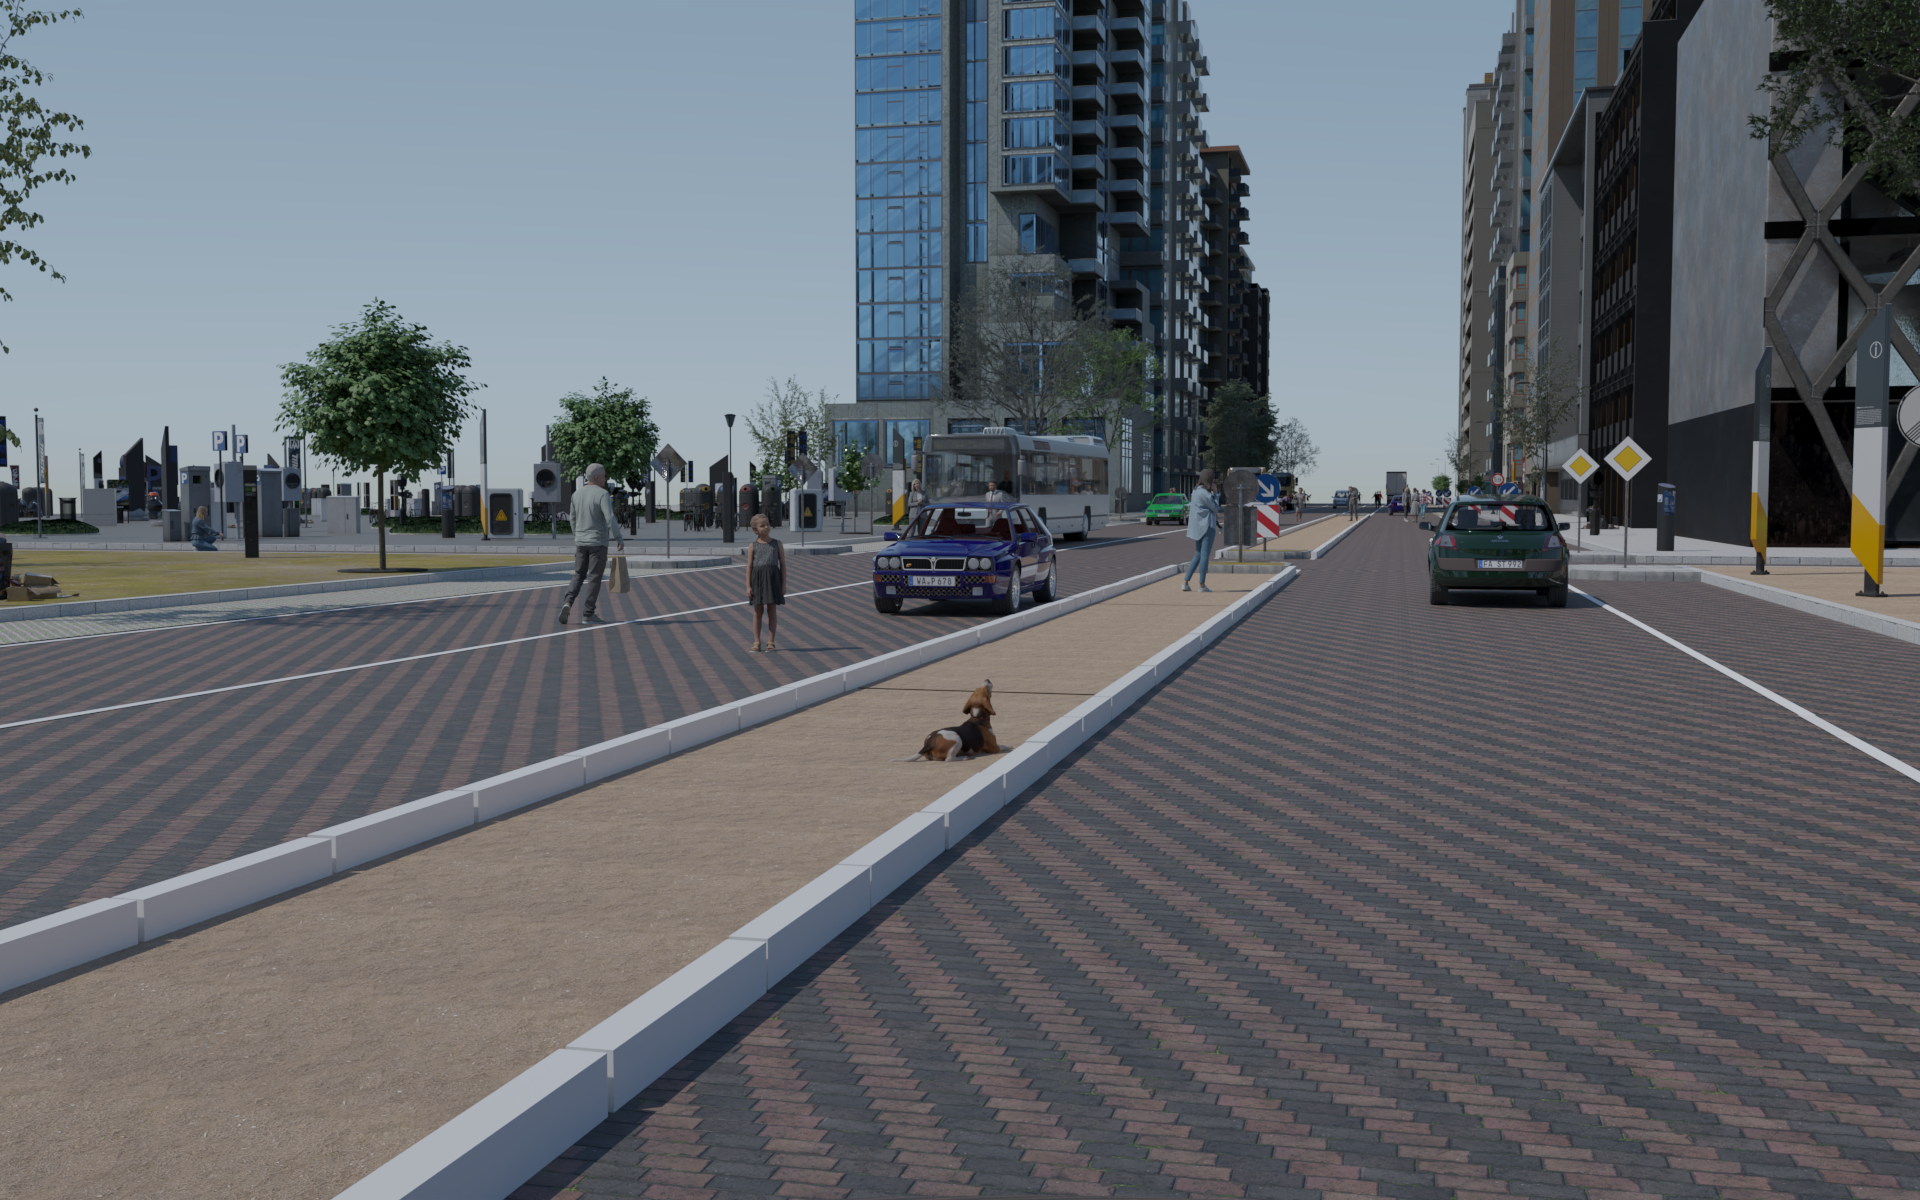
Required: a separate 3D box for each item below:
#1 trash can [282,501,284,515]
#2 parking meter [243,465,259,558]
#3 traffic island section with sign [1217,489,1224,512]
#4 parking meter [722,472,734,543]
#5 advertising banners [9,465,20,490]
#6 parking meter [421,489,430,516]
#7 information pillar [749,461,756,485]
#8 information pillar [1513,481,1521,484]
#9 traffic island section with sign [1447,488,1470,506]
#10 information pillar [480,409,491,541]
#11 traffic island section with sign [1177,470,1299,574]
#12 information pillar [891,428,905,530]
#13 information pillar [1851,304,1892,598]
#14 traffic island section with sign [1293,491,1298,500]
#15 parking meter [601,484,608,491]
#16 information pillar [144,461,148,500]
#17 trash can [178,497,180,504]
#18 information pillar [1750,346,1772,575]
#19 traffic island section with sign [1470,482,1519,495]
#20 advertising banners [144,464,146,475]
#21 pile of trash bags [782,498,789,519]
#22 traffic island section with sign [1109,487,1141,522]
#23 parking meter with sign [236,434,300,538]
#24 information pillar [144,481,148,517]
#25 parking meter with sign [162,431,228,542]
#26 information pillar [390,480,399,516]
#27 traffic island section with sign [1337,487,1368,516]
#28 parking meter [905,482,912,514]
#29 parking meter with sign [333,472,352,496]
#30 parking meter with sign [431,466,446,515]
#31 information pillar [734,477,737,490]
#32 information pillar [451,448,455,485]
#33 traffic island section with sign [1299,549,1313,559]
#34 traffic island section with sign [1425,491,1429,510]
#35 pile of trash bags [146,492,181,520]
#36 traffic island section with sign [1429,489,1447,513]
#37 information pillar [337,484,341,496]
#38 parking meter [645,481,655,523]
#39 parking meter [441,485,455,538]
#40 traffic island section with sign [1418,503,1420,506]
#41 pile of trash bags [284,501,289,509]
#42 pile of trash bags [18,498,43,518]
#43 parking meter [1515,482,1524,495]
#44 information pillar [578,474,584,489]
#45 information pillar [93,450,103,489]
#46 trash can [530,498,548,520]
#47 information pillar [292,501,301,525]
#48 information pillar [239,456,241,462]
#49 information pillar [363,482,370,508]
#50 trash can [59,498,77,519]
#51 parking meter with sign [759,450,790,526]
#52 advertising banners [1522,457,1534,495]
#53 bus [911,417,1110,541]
[{"bbox_3d":[-27.762,-3.590,70.352,0.748,1.137,0.748,0,3,0],"label":"trash can"},{"bbox_3d":[-14.252,-1.780,34.817,0.255,1.863,0.399,-1,4,-21],"label":"parking meter"},{"bbox_3d":[20.619,-7.953,138.660,1.989,1.847,2.006,1,4,14],"label":"traffic island section with sign"},{"bbox_3d":[-6.109,-2.446,45.700,0.255,1.863,0.399,0,4,1],"label":"parking meter"},{"bbox_3d":[-56.061,-6.617,104.368,2.074,3.025,0.090,-2,4,-26],"label":"advertising banners"},{"bbox_3d":[-24.835,-4.410,80.516,0.372,1.533,0.369,0,3,0],"label":"parking meter"},{"bbox_3d":[-14.539,-7.960,121.501,0.504,3.616,0.183,-1,4,-22],"label":"information pillar"},{"bbox_3d":[31.116,-5.648,96.838,0.304,2.012,0.304,-3,4,-39],"label":"information pillar"},{"bbox_3d":[25.441,-4.741,86.147,1.989,1.847,2.006,1,4,14],"label":"traffic island section with sign"},{"bbox_3d":[-13.148,-3.455,47.836,0.183,3.616,0.504,-2,4,-28],"label":"information pillar"},{"bbox_3d":[5.106,-1.451,31.865,2.006,1.907,1.989,1,4,14],"label":"traffic island section with sign"},{"bbox_3d":[-2.173,-4.265,61.088,0.504,3.616,0.183,2,4,35],"label":"information pillar"},{"bbox_3d":[11.366,-1.850,21.603,0.183,3.616,0.504,-1,4,-13],"label":"information pillar"},{"bbox_3d":[47.508,-14.446,244.817,1.989,1.847,2.006,1,4,14],"label":"traffic island section with sign"},{"bbox_3d":[-19.547,-5.474,95.207,0.399,1.863,0.255,2,4,26],"label":"parking meter"},{"bbox_3d":[-53.603,-7.492,113.850,0.183,3.616,0.504,1,4,14],"label":"information pillar"},{"bbox_3d":[-45.085,-5.361,99.309,0.748,1.137,0.748,0,3,0],"label":"trash can"},{"bbox_3d":[12.668,-2.203,27.377,0.183,3.616,0.504,3,5,44],"label":"information pillar"},{"bbox_3d":[18.683,-3.110,59.473,1.989,1.847,2.006,1,4,14],"label":"traffic island section with sign"},{"bbox_3d":[-49.018,-6.474,102.042,2.074,3.025,0.090,0,4,-5],"label":"advertising banners"},{"bbox_3d":[-8.678,-4.789,88.055,1.912,1.369,3.447,1,4,22],"label":"pile of trash bags"},{"bbox_3d":[8.381,-5.001,90.387,1.989,1.847,2.006,1,4,14],"label":"traffic island section with sign"},{"bbox_3d":[-20.537,-3.377,51.470,0.543,3.016,1.738,3,4,37],"label":"parking meter with sign"},{"bbox_3d":[-46.492,-5.756,98.597,0.304,2.012,0.304,2,4,26],"label":"information pillar"},{"bbox_3d":[-20.867,-3.116,47.205,0.543,3.016,1.738,2,4,31],"label":"parking meter with sign"},{"bbox_3d":[-28.680,-5.096,87.812,0.304,2.012,0.304,2,4,24],"label":"information pillar"},{"bbox_3d":[25.378,-6.346,111.892,2.006,1.907,1.989,1,4,14],"label":"traffic island section with sign"},{"bbox_3d":[-2.539,-4.797,84.150,0.255,1.863,0.399,-3,5,-41],"label":"parking meter"},{"bbox_3d":[-42.295,-7.532,119.407,1.738,3.016,0.543,-1,4,-22],"label":"parking meter with sign"},{"bbox_3d":[-31.813,-6.689,105.625,0.543,3.016,1.738,0,4,-2],"label":"parking meter with sign"},{"bbox_3d":[-9.987,-4.380,76.101,0.304,2.012,0.304,1,4,22],"label":"information pillar"},{"bbox_3d":[-25.952,-5.948,88.608,0.183,3.616,0.504,-2,4,-31],"label":"information pillar"},{"bbox_3d":[6.934,-1.890,39.044,2.006,1.907,1.989,1,4,14],"label":"traffic island section with sign"},{"bbox_3d":[44.390,-9.316,160.949,1.989,1.847,2.006,1,4,14],"label":"traffic island section with sign"},{"bbox_3d":[-40.163,-4.755,87.494,3.447,1.369,1.912,3,5,42],"label":"pile of trash bags"},{"bbox_3d":[37.564,-7.669,134.018,1.989,1.847,2.006,1,4,14],"label":"traffic island section with sign"},{"bbox_3d":[-43.301,-7.121,120.920,0.304,2.012,0.304,0,4,4],"label":"information pillar"},{"bbox_3d":[-13.780,-4.357,76.949,0.399,1.863,0.255,2,4,31],"label":"parking meter"},{"bbox_3d":[-14.973,-2.584,50.667,0.372,1.533,0.369,0,3,0],"label":"parking meter"},{"bbox_3d":[57.733,-12.540,213.660,1.989,1.847,2.006,1,4,14],"label":"traffic island section with sign"},{"bbox_3d":[-36.731,-5.110,93.308,3.447,1.369,1.912,2,4,31],"label":"pile of trash bags"},{"bbox_3d":[-51.576,-5.123,93.520,1.912,1.369,3.447,2,4,30],"label":"pile of trash bags"},{"bbox_3d":[27.159,-4.798,84.155,0.399,1.863,0.255,2,4,26],"label":"parking meter"},{"bbox_3d":[-17.711,-5.483,81.007,0.183,3.616,0.504,-3,5,-41],"label":"information pillar"},{"bbox_3d":[-45.913,-6.174,92.298,0.183,3.616,0.504,2,4,33],"label":"information pillar"},{"bbox_3d":[-15.725,-3.253,64.835,0.748,1.137,0.748,0,3,0],"label":"trash can"},{"bbox_3d":[-26.631,-3.964,69.302,0.304,2.012,0.304,2,4,30],"label":"information pillar"},{"bbox_3d":[-44.224,-7.051,106.633,0.183,3.616,0.504,-3,4,-37],"label":"information pillar"},{"bbox_3d":[-36.910,-6.317,107.780,0.304,2.012,0.304,-3,5,-42],"label":"information pillar"},{"bbox_3d":[-37.004,-3.681,71.846,0.748,1.137,0.748,0,3,0],"label":"trash can"},{"bbox_3d":[-7.554,-4.493,69.725,1.738,3.016,0.543,2,4,28],"label":"parking meter with sign"},{"bbox_3d":[26.551,-5.189,81.034,0.090,3.025,2.074,0,4,5],"label":"advertising banners"},{"bbox_3d":[1.773,-3.361,49.813,2.948,3.499,13.247,1,4,16],"label":"bus"}]
